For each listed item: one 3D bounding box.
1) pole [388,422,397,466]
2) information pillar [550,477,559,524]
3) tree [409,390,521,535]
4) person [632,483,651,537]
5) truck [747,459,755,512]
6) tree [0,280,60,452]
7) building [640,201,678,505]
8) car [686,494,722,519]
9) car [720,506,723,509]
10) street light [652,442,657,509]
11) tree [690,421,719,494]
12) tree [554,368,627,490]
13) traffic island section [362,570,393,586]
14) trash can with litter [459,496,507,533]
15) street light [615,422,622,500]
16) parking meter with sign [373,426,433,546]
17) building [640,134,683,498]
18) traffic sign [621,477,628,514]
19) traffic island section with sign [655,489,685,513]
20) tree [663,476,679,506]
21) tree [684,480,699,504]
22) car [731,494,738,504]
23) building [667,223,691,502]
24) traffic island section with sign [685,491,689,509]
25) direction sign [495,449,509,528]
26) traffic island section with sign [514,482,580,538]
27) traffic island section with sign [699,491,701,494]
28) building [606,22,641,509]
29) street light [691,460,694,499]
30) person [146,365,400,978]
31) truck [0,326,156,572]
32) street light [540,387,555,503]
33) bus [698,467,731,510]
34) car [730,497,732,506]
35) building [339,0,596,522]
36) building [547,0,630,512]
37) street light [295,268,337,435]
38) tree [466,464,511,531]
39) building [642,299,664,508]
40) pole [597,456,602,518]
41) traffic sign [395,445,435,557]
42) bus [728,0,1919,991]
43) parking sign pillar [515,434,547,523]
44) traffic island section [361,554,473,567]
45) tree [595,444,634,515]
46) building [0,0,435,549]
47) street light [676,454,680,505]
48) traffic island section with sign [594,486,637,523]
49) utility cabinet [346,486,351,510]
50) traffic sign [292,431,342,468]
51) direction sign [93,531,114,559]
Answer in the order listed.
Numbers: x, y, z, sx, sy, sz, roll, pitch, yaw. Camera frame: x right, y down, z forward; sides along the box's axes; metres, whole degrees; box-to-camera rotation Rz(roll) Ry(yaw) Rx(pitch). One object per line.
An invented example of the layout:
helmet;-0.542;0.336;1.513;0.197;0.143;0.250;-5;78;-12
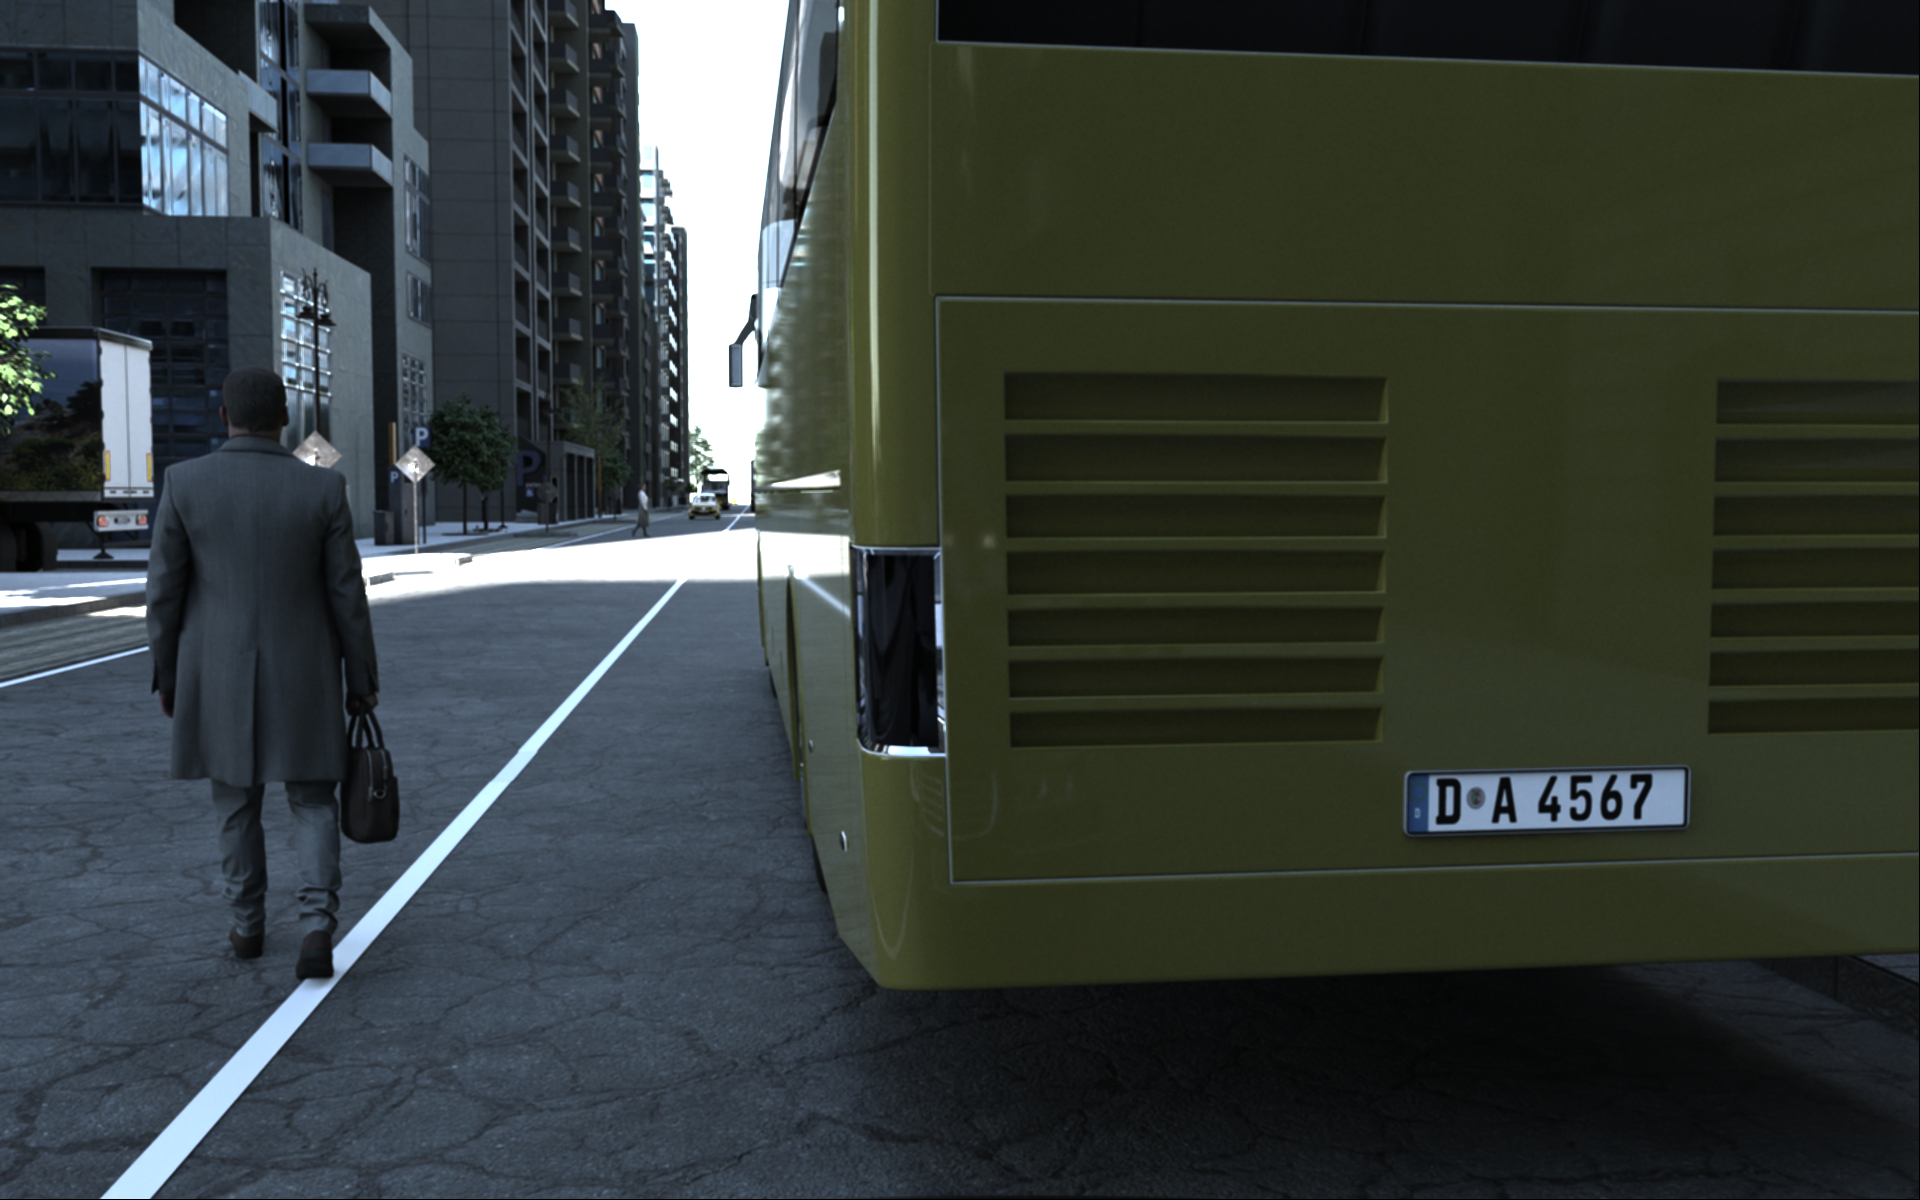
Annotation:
pole;-16.139;-3.392;49.306;0.158;3.312;0.155;0;3;0
information pillar;-17.208;-4.221;73.507;0.304;2.012;0.304;-1;4;-17
tree;-15.522;-4.320;54.342;4.285;4.588;4.351;0;3;0
person;-10.647;-2.999;57.756;0.641;1.798;0.478;0;4;7
truck;-15.988;-9.404;142.667;2.839;4.237;11.283;-1;4;-8
tree;-11.546;-2.126;18.480;4.285;4.588;4.351;0;3;0
building;-49.814;-31.279;203.296;32.217;40.220;23.993;0;4;-7
car;-14.614;-5.439;99.154;2.015;1.641;3.980;0;4;-6
car;-24.190;-9.752;172.020;1.945;1.354;3.894;0;4;-5
street light;-26.528;-10.849;150.168;0.468;5.910;1.993;0;4;-7
tree;-40.910;-21.411;268.203;7.486;12.596;7.792;0;3;0
tree;-21.763;-9.297;102.366;4.737;8.622;4.395;0;3;0
traffic island section;-10.234;-0.321;27.537;2.009;0.180;2.903;0;4;-7
trash can with litter;-16.084;-2.882;58.174;1.678;1.210;2.233;-1;4;-9
street light;-22.026;-8.485;111.523;0.468;5.910;1.993;0;4;-7
parking meter with sign;-14.084;-2.904;43.738;0.543;3.016;1.738;1;4;21
building;-49.426;-37.364;230.504;23.786;49.044;30.456;0;4;-7
traffic sign;-21.507;-6.727;110.092;0.768;2.556;0.104;0;4;-1
traffic island section with sign;-22.636;-7.699;134.503;1.989;1.847;2.006;0;4;-7
tree;-31.437;-11.774;187.107;1.663;3.219;1.824;0;3;0
tree;-35.463;-14.183;226.485;1.663;3.219;1.824;0;3;0
car;-31.975;-14.173;241.951;2.015;1.641;3.980;0;4;-6
building;-46.957;-34.851;253.405;14.154;41.232;14.086;0;4;-7
traffic island section with sign;-25.732;-9.337;161.281;1.989;1.847;2.006;0;4;-7
direction sign;-17.135;-4.455;64.833;0.379;3.537;0.876;1;4;17
traffic island section with sign;-13.746;-3.002;57.714;1.989;1.847;2.006;0;4;-7
traffic island section with sign;-35.236;-14.350;243.250;1.989;1.847;2.006;0;4;-7
building;-34.201;-28.221;145.013;14.154;41.232;14.086;0;4;-7
street light;-35.990;-15.916;233.007;0.468;5.910;1.993;0;4;-7
person;-2.074;0.205;5.244;0.694;1.812;0.767;-1;4;-19
truck;-20.079;-2.496;29.726;11.283;4.237;2.839;0;4;-5
street light;-17.780;-6.243;74.865;0.468;5.910;1.993;0;4;-7
bus;-22.619;-10.332;160.473;2.896;3.916;12.252;0;4;-7
car;-28.529;-12.267;209.363;1.959;1.807;4.718;0;4;-8
building;-29.474;-39.649;86.509;20.563;71.187;20.611;0;4;-7
building;-35.509;-28.658;123.175;22.147;44.769;28.867;0;4;-7
street light;-13.172;-3.839;35.551;0.468;5.910;1.993;0;4;-7
tree;-16.469;-4.041;60.677;1.663;3.219;1.824;0;3;0
building;-43.322;-19.652;166.342;27.650;21.520;28.899;0;4;-7
pole;-19.276;-6.040;92.602;0.158;3.312;0.155;0;3;0
traffic sign;-11.130;-1.943;35.410;0.795;2.450;0.064;0;4;-7
bus;0.250;-1.076;9.147;2.896;3.916;12.252;0;4;-8
parking sign pillar;-19.081;-5.420;77.085;1.447;3.967;1.447;1;4;10
traffic island section;-11.152;-0.807;35.469;2.009;0.180;2.903;0;4;-7
tree;-21.797;-7.528;106.789;4.285;4.588;4.351;0;3;0
building;-28.891;-45.228;52.142;22.319;86.520;31.000;0;4;-7
street light;-31.632;-13.551;194.346;0.468;5.910;1.993;0;4;-7
traffic island section with sign;-16.891;-4.671;84.999;1.989;1.847;2.006;0;4;-7
utility cabinet;-14.513;-1.919;40.051;0.318;1.500;1.173;1;4;10
traffic sign;-10.211;-1.458;27.478;0.795;2.450;0.064;0;4;-7
direction sign;-16.934;-2.577;34.131;0.876;3.537;0.379;-3;4;-38
